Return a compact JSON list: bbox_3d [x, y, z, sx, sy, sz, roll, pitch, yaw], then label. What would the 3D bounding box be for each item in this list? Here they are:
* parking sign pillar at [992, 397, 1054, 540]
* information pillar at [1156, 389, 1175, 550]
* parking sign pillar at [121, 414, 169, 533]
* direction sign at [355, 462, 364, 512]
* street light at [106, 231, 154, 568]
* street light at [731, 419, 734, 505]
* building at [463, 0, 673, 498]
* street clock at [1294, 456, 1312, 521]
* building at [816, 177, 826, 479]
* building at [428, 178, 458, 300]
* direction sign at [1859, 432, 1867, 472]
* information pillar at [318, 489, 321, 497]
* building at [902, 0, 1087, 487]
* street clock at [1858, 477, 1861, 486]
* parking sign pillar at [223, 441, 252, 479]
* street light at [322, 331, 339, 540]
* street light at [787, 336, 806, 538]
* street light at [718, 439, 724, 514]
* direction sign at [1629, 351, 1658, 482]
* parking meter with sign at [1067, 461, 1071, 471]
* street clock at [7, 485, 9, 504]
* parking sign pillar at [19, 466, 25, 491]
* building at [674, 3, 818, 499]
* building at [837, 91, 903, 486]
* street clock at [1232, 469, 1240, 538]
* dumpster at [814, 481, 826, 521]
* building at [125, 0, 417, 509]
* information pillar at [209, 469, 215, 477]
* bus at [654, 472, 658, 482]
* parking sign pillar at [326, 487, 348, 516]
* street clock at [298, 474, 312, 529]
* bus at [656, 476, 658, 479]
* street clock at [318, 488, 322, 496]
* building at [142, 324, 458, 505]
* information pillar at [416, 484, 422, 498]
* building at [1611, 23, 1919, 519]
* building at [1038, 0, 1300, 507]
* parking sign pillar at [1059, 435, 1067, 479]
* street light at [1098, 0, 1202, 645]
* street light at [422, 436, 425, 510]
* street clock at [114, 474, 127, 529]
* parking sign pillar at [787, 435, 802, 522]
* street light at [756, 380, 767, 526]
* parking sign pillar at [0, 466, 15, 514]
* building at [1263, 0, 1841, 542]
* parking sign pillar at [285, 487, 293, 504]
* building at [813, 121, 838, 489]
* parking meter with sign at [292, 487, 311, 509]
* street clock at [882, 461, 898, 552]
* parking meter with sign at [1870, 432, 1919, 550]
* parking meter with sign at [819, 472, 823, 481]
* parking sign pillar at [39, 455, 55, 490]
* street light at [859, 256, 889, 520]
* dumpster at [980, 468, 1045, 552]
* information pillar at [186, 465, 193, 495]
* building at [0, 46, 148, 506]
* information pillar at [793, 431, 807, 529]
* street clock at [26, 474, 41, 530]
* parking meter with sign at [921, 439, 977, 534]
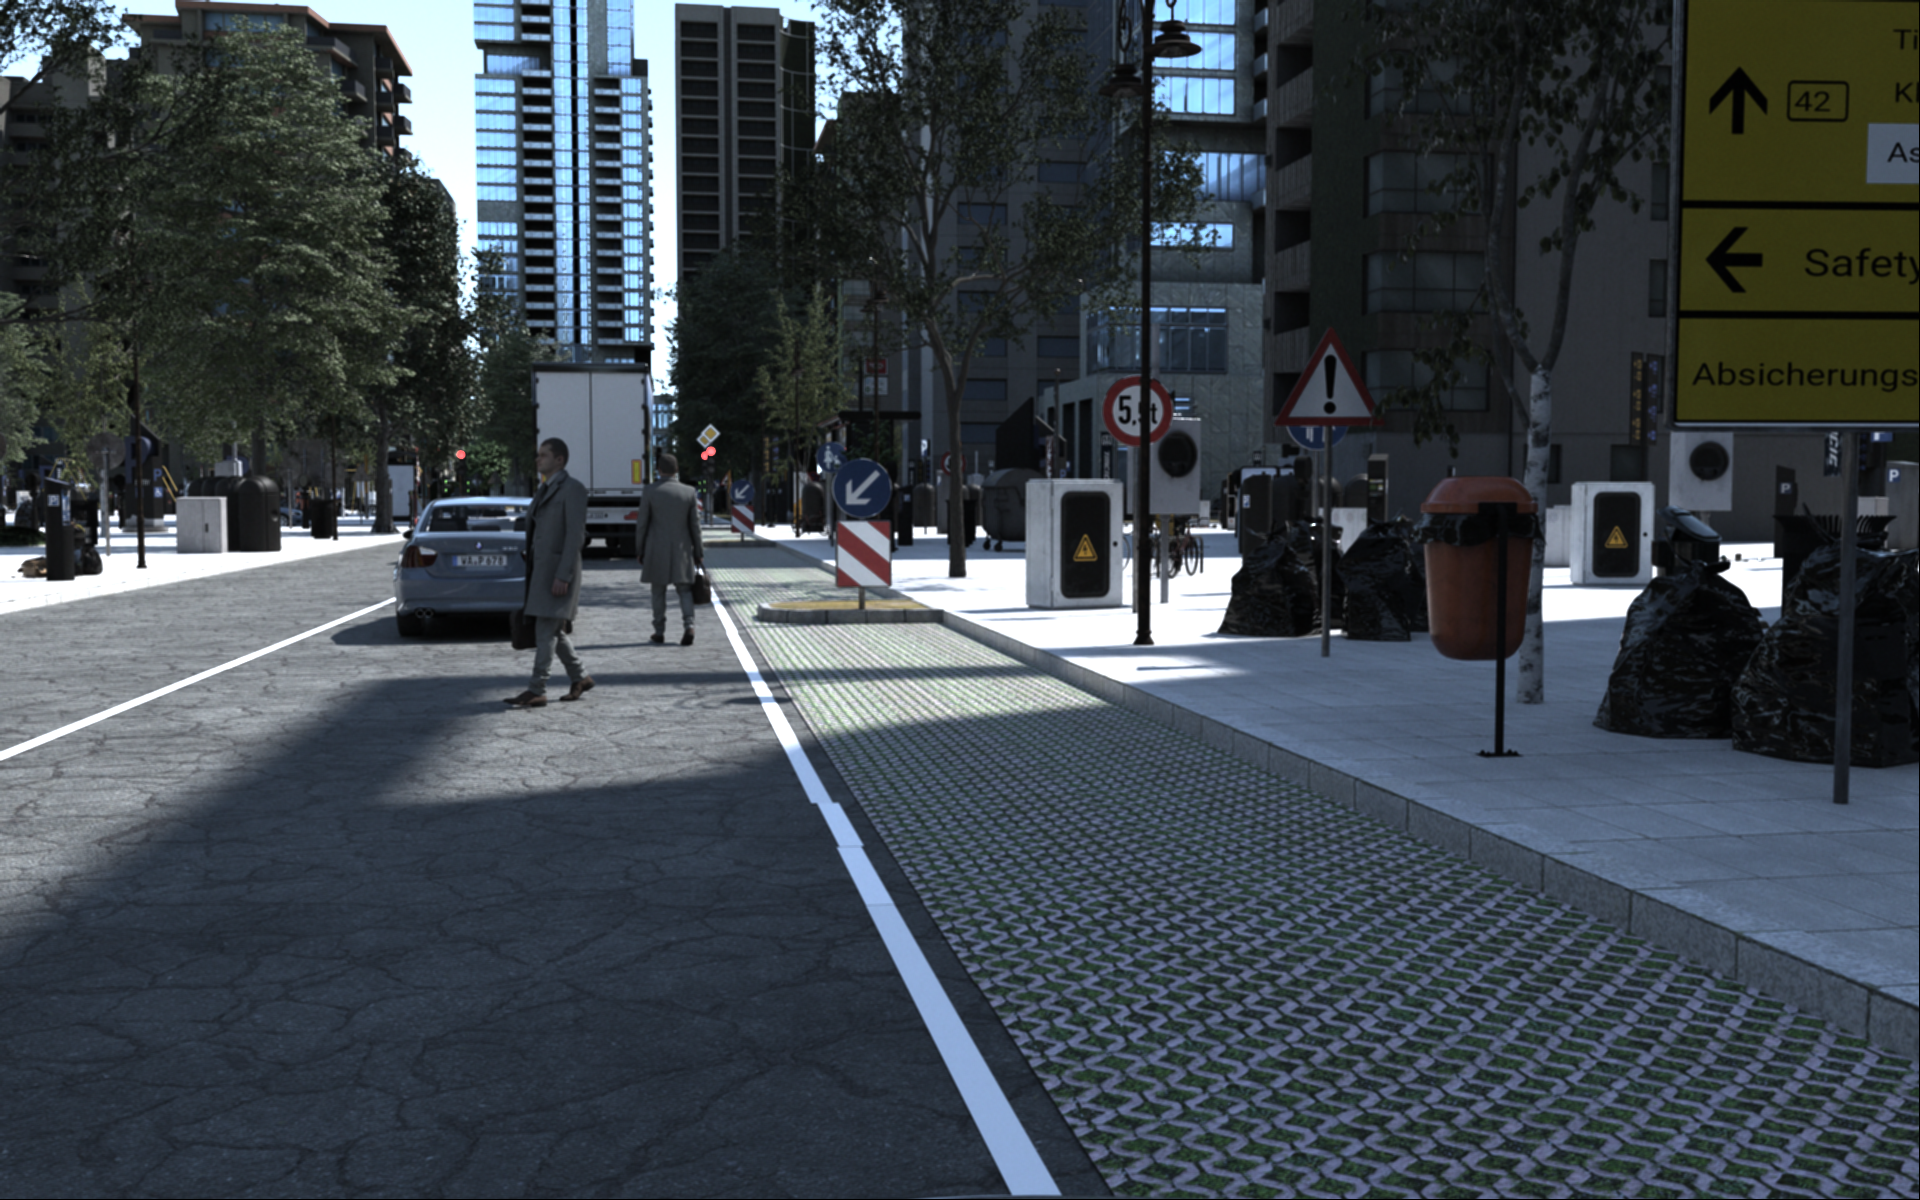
[{"bbox_3d":[1.620,-3.686,48.733,1.447,3.967,1.447,3,5,43],"label":"parking sign pillar"},{"bbox_3d":[4.587,-2.890,38.611,0.504,3.616,0.183,-2,4,-34],"label":"information pillar"},{"bbox_3d":[-27.292,-4.247,57.911,1.447,3.967,1.447,2,4,24],"label":"parking sign pillar"},{"bbox_3d":[-42.315,-7.978,122.436,0.379,3.537,0.876,3,4,36],"label":"direction sign"},{"bbox_3d":[-14.152,-3.486,29.780,0.468,5.910,1.993,-1,4,-10],"label":"street light"},{"bbox_3d":[-12.459,-7.461,94.775,0.468,5.910,1.993,-1,4,-10],"label":"street light"},{"bbox_3d":[-58.058,-57.528,253.261,31.000,86.520,22.319,-1,4,-10],"label":"building"},{"bbox_3d":[6.530,-1.739,32.998,0.358,2.002,0.471,2,4,29],"label":"street clock"},{"bbox_3d":[-8.171,-41.440,266.777,27.495,52.752,28.713,-1,4,-10],"label":"building"},{"bbox_3d":[-84.421,-38.321,250.252,21.600,48.544,21.300,-1,4,-10],"label":"building"},{"bbox_3d":[32.046,-4.287,62.096,0.876,3.537,0.379,0,4,-4],"label":"direction sign"},{"bbox_3d":[-52.694,-8.457,142.766,0.304,2.012,0.304,1,4,15],"label":"information pillar"},{"bbox_3d":[6.053,-36.169,133.364,21.231,58.520,28.212,-1,4,-10],"label":"building"},{"bbox_3d":[33.172,-3.659,64.390,0.471,2.002,0.358,0,4,6],"label":"street clock"},{"bbox_3d":[-36.725,-6.092,88.084,1.447,3.967,1.447,3,5,43],"label":"parking sign pillar"},{"bbox_3d":[-17.314,-4.590,47.842,0.468,5.910,1.993,-1,4,-10],"label":"street light"},{"bbox_3d":[-4.787,-4.779,50.917,0.468,5.910,1.993,-1,4,-10],"label":"street light"},{"bbox_3d":[-15.673,-8.604,113.460,0.468,5.910,1.993,-1,4,-10],"label":"street light"},{"bbox_3d":[10.982,-2.194,27.871,0.876,3.537,0.379,-3,5,-43],"label":"direction sign"},{"bbox_3d":[5.432,-5.866,92.173,0.543,3.016,1.738,0,4,-8],"label":"parking meter with sign"},{"bbox_3d":[-71.904,-7.702,130.501,0.358,2.002,0.471,1,4,22],"label":"street clock"},{"bbox_3d":[-74.447,-9.101,137.278,1.447,3.967,1.447,-1,4,-19],"label":"parking sign pillar"},{"bbox_3d":[-31.730,-50.116,257.648,20.611,71.187,20.563,-1,4,-10],"label":"building"},{"bbox_3d":[-5.919,-30.382,180.339,14.154,41.232,14.086,-1,4,-10],"label":"building"},{"bbox_3d":[8.226,-2.836,50.943,0.471,2.002,0.358,-3,4,-36],"label":"street clock"},{"bbox_3d":[-6.397,-4.413,77.908,1.264,1.857,1.865,-1,4,-10],"label":"dumpster"},{"bbox_3d":[-62.227,-30.815,158.443,22.147,44.769,28.867,-1,4,-10],"label":"building"},{"bbox_3d":[-21.551,-2.800,50.276,0.304,2.012,0.304,2,4,33],"label":"information pillar"},{"bbox_3d":[-29.079,-10.181,158.004,2.896,3.916,12.252,-1,4,-8],"label":"bus"},{"bbox_3d":[-35.956,-6.790,99.489,1.447,3.967,1.447,-3,5,-44],"label":"parking sign pillar"},{"bbox_3d":[-24.185,-3.635,63.996,0.471,2.002,0.358,2,4,23],"label":"street clock"},{"bbox_3d":[-31.442,-10.965,174.136,2.948,3.499,13.247,-1,4,-9],"label":"bus"},{"bbox_3d":[-48.679,-7.797,132.052,0.471,2.002,0.358,2,4,35],"label":"street clock"},{"bbox_3d":[-71.701,-21.268,192.770,28.899,21.520,27.650,-1,4,-10],"label":"building"},{"bbox_3d":[-35.318,-6.642,113.083,0.304,2.012,0.304,-2,4,-34],"label":"information pillar"},{"bbox_3d":[51.410,-20.574,108.088,14.107,30.474,14.160,-1,4,-10],"label":"building"},{"bbox_3d":[20.724,-48.430,104.499,31.000,86.520,22.319,-1,4,-10],"label":"building"},{"bbox_3d":[3.029,-4.340,59.433,1.447,3.967,1.447,3,5,42],"label":"parking sign pillar"},{"bbox_3d":[1.569,-2.558,14.604,0.468,5.910,1.993,-1,4,-10],"label":"street light"},{"bbox_3d":[-20.639,-5.735,66.558,0.468,5.910,1.993,-1,4,-10],"label":"street light"},{"bbox_3d":[-30.492,-3.575,63.021,0.471,2.002,0.358,0,4,3],"label":"street clock"},{"bbox_3d":[-7.683,-5.570,79.548,1.447,3.967,1.447,-1,4,-12],"label":"parking sign pillar"},{"bbox_3d":[-7.857,-5.884,68.995,0.468,5.910,1.993,-1,4,-10],"label":"street light"},{"bbox_3d":[-61.279,-7.471,110.625,1.447,3.967,1.447,-1,4,-15],"label":"parking sign pillar"},{"bbox_3d":[16.448,-17.128,51.744,14.160,30.474,14.107,-1,4,-10],"label":"building"},{"bbox_3d":[-45.949,-8.025,119.685,1.447,3.967,1.447,-1,4,-23],"label":"parking sign pillar"},{"bbox_3d":[-5.511,-33.486,202.118,22.147,44.769,28.867,-1,4,-10],"label":"building"},{"bbox_3d":[-45.176,-7.456,118.161,1.738,3.016,0.543,-1,4,-13],"label":"parking meter with sign"},{"bbox_3d":[-1.548,-2.053,38.142,0.358,2.002,0.471,-1,4,-20],"label":"street clock"},{"bbox_3d":[21.866,-2.682,40.105,1.738,3.016,0.543,-2,4,-27],"label":"parking meter with sign"},{"bbox_3d":[-10.242,-8.615,137.124,1.738,3.016,0.543,1,4,21],"label":"parking meter with sign"},{"bbox_3d":[-62.083,-7.931,118.143,1.447,3.967,1.447,-1,4,-13],"label":"parking sign pillar"},{"bbox_3d":[-1.587,-3.674,32.861,0.468,5.910,1.993,-1,4,-10],"label":"street light"},{"bbox_3d":[1.235,-2.036,39.050,1.264,1.857,1.865,-1,4,-10],"label":"dumpster"},{"bbox_3d":[-60.933,-8.907,136.989,0.504,3.616,0.183,-1,4,-19],"label":"information pillar"},{"bbox_3d":[-96.988,-34.635,189.983,21.600,48.544,21.300,-1,4,-10],"label":"building"},{"bbox_3d":[-5.967,-4.474,64.507,0.504,3.616,0.183,-1,4,-16],"label":"information pillar"},{"bbox_3d":[-32.696,-3.462,61.168,0.471,2.002,0.358,1,4,14],"label":"street clock"},{"bbox_3d":[-0.345,-3.622,55.473,1.738,3.016,0.543,-2,4,-24],"label":"parking meter with sign"}]
